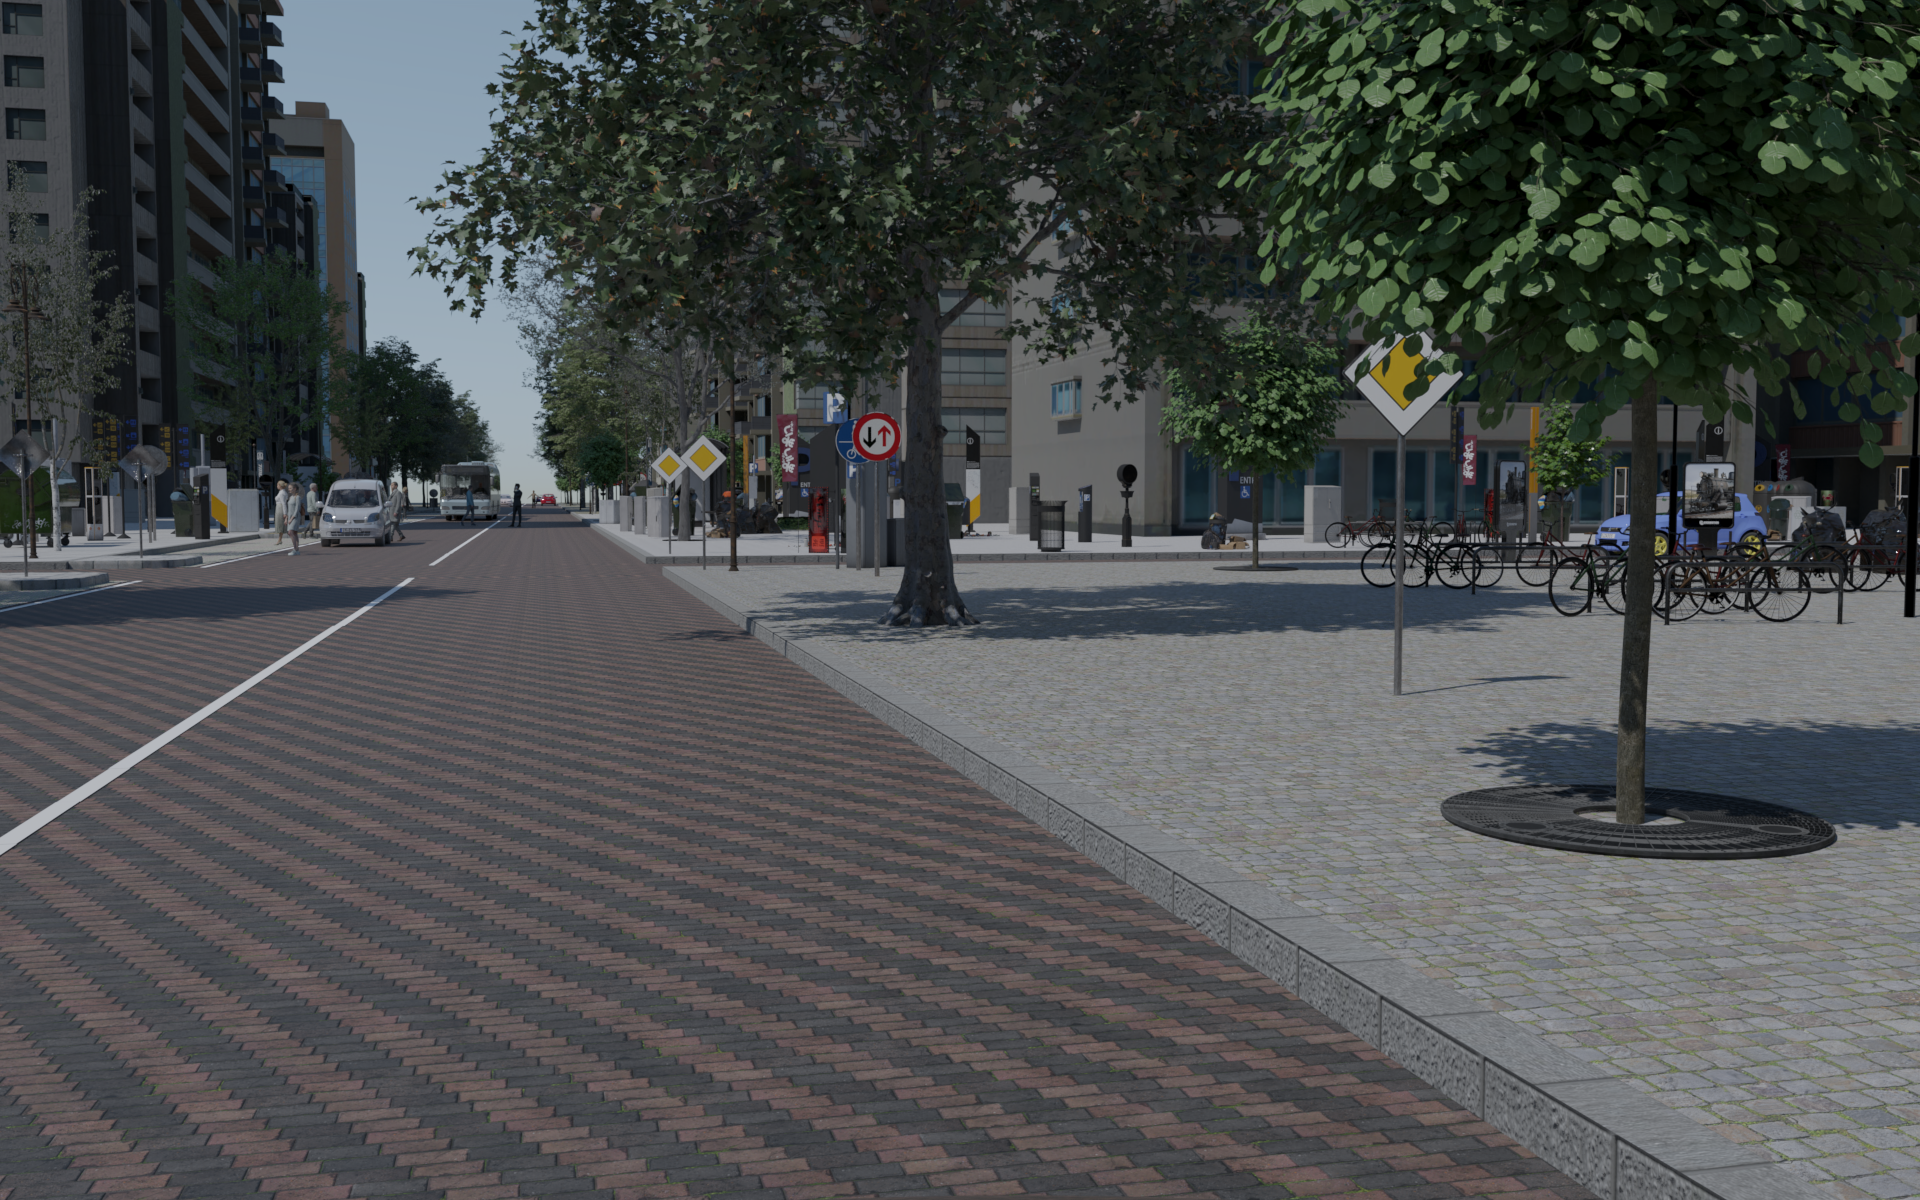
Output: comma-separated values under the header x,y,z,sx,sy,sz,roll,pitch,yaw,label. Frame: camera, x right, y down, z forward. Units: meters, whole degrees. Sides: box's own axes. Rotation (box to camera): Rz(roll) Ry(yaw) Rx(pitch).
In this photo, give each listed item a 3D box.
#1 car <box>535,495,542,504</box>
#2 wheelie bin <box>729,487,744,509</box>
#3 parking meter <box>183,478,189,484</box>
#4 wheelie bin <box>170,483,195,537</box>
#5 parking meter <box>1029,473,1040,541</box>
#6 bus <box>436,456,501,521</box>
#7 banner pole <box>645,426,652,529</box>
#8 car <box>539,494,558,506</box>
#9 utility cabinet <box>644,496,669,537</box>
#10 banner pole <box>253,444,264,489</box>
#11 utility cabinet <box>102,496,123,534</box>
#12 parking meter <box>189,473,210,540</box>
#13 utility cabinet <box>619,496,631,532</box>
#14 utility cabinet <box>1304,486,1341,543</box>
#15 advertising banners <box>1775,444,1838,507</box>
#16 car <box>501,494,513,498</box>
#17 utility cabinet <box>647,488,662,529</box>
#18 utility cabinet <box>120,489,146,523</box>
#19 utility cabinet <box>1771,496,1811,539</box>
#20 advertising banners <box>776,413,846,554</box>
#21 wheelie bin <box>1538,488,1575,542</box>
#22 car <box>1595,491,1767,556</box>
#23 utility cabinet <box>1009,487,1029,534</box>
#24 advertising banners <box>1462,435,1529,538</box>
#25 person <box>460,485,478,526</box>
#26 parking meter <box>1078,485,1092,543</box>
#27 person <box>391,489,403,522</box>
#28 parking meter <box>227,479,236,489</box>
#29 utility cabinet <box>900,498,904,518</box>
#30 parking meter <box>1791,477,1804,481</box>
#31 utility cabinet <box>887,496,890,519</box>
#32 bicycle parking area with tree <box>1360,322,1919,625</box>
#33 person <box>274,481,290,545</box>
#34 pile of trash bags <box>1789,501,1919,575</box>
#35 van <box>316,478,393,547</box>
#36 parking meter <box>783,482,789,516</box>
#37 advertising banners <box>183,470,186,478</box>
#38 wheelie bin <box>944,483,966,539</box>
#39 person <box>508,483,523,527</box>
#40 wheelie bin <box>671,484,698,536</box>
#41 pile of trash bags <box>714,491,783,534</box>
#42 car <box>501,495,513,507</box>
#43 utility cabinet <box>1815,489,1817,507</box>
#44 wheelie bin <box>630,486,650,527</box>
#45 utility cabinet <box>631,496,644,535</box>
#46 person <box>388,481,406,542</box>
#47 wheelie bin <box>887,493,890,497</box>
x,y,z,sx,sy,sz,roll,pitch,yaw,label
-62.471,-15.031,258.331,1.945,1.354,3.894,-1,4,-15,car
-9.721,-4.137,75.541,0.980,1.594,0.693,0,4,-4,wheelie bin
-28.128,-3.518,63.236,0.255,1.863,0.399,1,4,11,parking meter
-23.156,-2.684,51.784,0.693,1.594,0.980,0,4,0,wheelie bin
2.038,-2.545,47.328,0.255,1.863,0.399,0,4,-3,parking meter
-27.217,-6.218,96.523,2.948,3.499,13.247,-1,4,-12,bus
-11.438,-4.506,63.693,0.401,3.779,0.863,-2,4,-25,banner pole
-49.722,-12.244,209.227,2.155,1.783,4.494,-1,4,-14,car
-8.991,-2.474,51.603,0.306,1.237,1.020,-2,4,-33,utility cabinet
-34.996,-5.894,86.388,0.863,3.779,0.401,2,4,26,banner pole
-27.186,-2.717,55.581,0.306,1.237,1.020,-3,5,-43,utility cabinet
-21.436,-2.644,48.945,0.255,1.863,0.399,1,4,20,parking meter
-11.516,-2.971,59.739,0.306,1.237,1.020,0,4,-4,utility cabinet
9.548,-2.255,45.541,1.173,1.500,0.318,-3,5,-40,utility cabinet
29.252,-3.897,59.906,2.074,3.025,0.090,3,5,41,advertising banners
-54.655,-12.109,207.764,2.009,1.686,4.222,-1,4,-14,car
-10.919,-3.249,61.800,0.318,1.500,1.173,-1,4,-22,utility cabinet
-36.684,-4.160,76.698,1.173,1.500,0.318,1,4,14,utility cabinet
23.669,-2.336,49.357,0.306,1.237,1.020,-3,4,-36,utility cabinet
-3.034,-2.524,37.460,2.074,3.025,0.090,1,4,21,advertising banners
16.068,-2.364,46.563,0.980,1.594,0.693,-1,4,-10,wheelie bin
16.141,-1.792,38.888,3.694,1.707,1.945,-1,4,-14,car
2.000,-2.840,55.109,0.318,1.500,1.173,3,4,36,utility cabinet
15.621,-3.332,50.673,2.074,3.025,0.090,2,4,31,advertising banners
-22.175,-4.270,78.178,0.748,1.841,0.638,0,4,0,person
3.319,-2.295,45.938,0.372,1.533,0.369,0,3,0,parking meter
-28.773,-4.860,88.301,0.623,1.781,0.721,2,4,24,person
-28.686,-3.815,68.083,0.399,1.863,0.255,1,4,22,parking meter
-1.741,-3.576,67.143,1.173,1.500,0.318,-2,4,-30,utility cabinet
28.314,-3.238,58.659,0.399,1.863,0.255,3,5,41,parking meter
-2.845,-2.893,58.470,1.020,1.237,0.306,-3,5,-40,utility cabinet
9.545,-2.049,20.506,9.016,4.147,8.231,1,4,9,bicycle parking area with tree
-18.789,-2.413,48.186,0.641,1.798,0.478,0,3,0,person
15.326,-1.129,28.207,3.447,1.369,1.912,2,4,33,pile of trash bags
-16.873,-2.532,48.409,2.013,2.044,4.112,-1,4,-15,van
-8.426,-4.791,84.039,0.255,1.863,0.399,1,4,13,parking meter
-29.125,-4.201,64.877,0.090,3.025,2.074,-2,4,-29,advertising banners
-0.326,-2.536,49.373,0.980,1.594,0.693,-2,4,-27,wheelie bin
-19.426,-4.154,75.778,0.648,1.900,0.474,3,4,38,person
-8.470,-2.776,53.297,0.693,1.594,0.980,1,4,11,wheelie bin
-7.147,-2.872,56.709,1.912,1.369,3.447,-2,4,-25,pile of trash bags
-51.441,-11.201,195.494,2.083,1.381,4.827,-1,4,-13,car
31.102,-3.339,63.271,0.318,1.500,1.173,2,4,30,utility cabinet
-12.573,-3.699,68.390,0.980,1.594,0.693,-2,4,-30,wheelie bin
-10.230,-2.701,55.324,0.306,1.237,1.020,0,4,-6,utility cabinet
-17.122,-2.677,52.370,0.767,1.812,0.694,-3,4,-36,person
-3.032,-3.397,63.455,0.980,1.594,0.693,-1,4,-19,wheelie bin
